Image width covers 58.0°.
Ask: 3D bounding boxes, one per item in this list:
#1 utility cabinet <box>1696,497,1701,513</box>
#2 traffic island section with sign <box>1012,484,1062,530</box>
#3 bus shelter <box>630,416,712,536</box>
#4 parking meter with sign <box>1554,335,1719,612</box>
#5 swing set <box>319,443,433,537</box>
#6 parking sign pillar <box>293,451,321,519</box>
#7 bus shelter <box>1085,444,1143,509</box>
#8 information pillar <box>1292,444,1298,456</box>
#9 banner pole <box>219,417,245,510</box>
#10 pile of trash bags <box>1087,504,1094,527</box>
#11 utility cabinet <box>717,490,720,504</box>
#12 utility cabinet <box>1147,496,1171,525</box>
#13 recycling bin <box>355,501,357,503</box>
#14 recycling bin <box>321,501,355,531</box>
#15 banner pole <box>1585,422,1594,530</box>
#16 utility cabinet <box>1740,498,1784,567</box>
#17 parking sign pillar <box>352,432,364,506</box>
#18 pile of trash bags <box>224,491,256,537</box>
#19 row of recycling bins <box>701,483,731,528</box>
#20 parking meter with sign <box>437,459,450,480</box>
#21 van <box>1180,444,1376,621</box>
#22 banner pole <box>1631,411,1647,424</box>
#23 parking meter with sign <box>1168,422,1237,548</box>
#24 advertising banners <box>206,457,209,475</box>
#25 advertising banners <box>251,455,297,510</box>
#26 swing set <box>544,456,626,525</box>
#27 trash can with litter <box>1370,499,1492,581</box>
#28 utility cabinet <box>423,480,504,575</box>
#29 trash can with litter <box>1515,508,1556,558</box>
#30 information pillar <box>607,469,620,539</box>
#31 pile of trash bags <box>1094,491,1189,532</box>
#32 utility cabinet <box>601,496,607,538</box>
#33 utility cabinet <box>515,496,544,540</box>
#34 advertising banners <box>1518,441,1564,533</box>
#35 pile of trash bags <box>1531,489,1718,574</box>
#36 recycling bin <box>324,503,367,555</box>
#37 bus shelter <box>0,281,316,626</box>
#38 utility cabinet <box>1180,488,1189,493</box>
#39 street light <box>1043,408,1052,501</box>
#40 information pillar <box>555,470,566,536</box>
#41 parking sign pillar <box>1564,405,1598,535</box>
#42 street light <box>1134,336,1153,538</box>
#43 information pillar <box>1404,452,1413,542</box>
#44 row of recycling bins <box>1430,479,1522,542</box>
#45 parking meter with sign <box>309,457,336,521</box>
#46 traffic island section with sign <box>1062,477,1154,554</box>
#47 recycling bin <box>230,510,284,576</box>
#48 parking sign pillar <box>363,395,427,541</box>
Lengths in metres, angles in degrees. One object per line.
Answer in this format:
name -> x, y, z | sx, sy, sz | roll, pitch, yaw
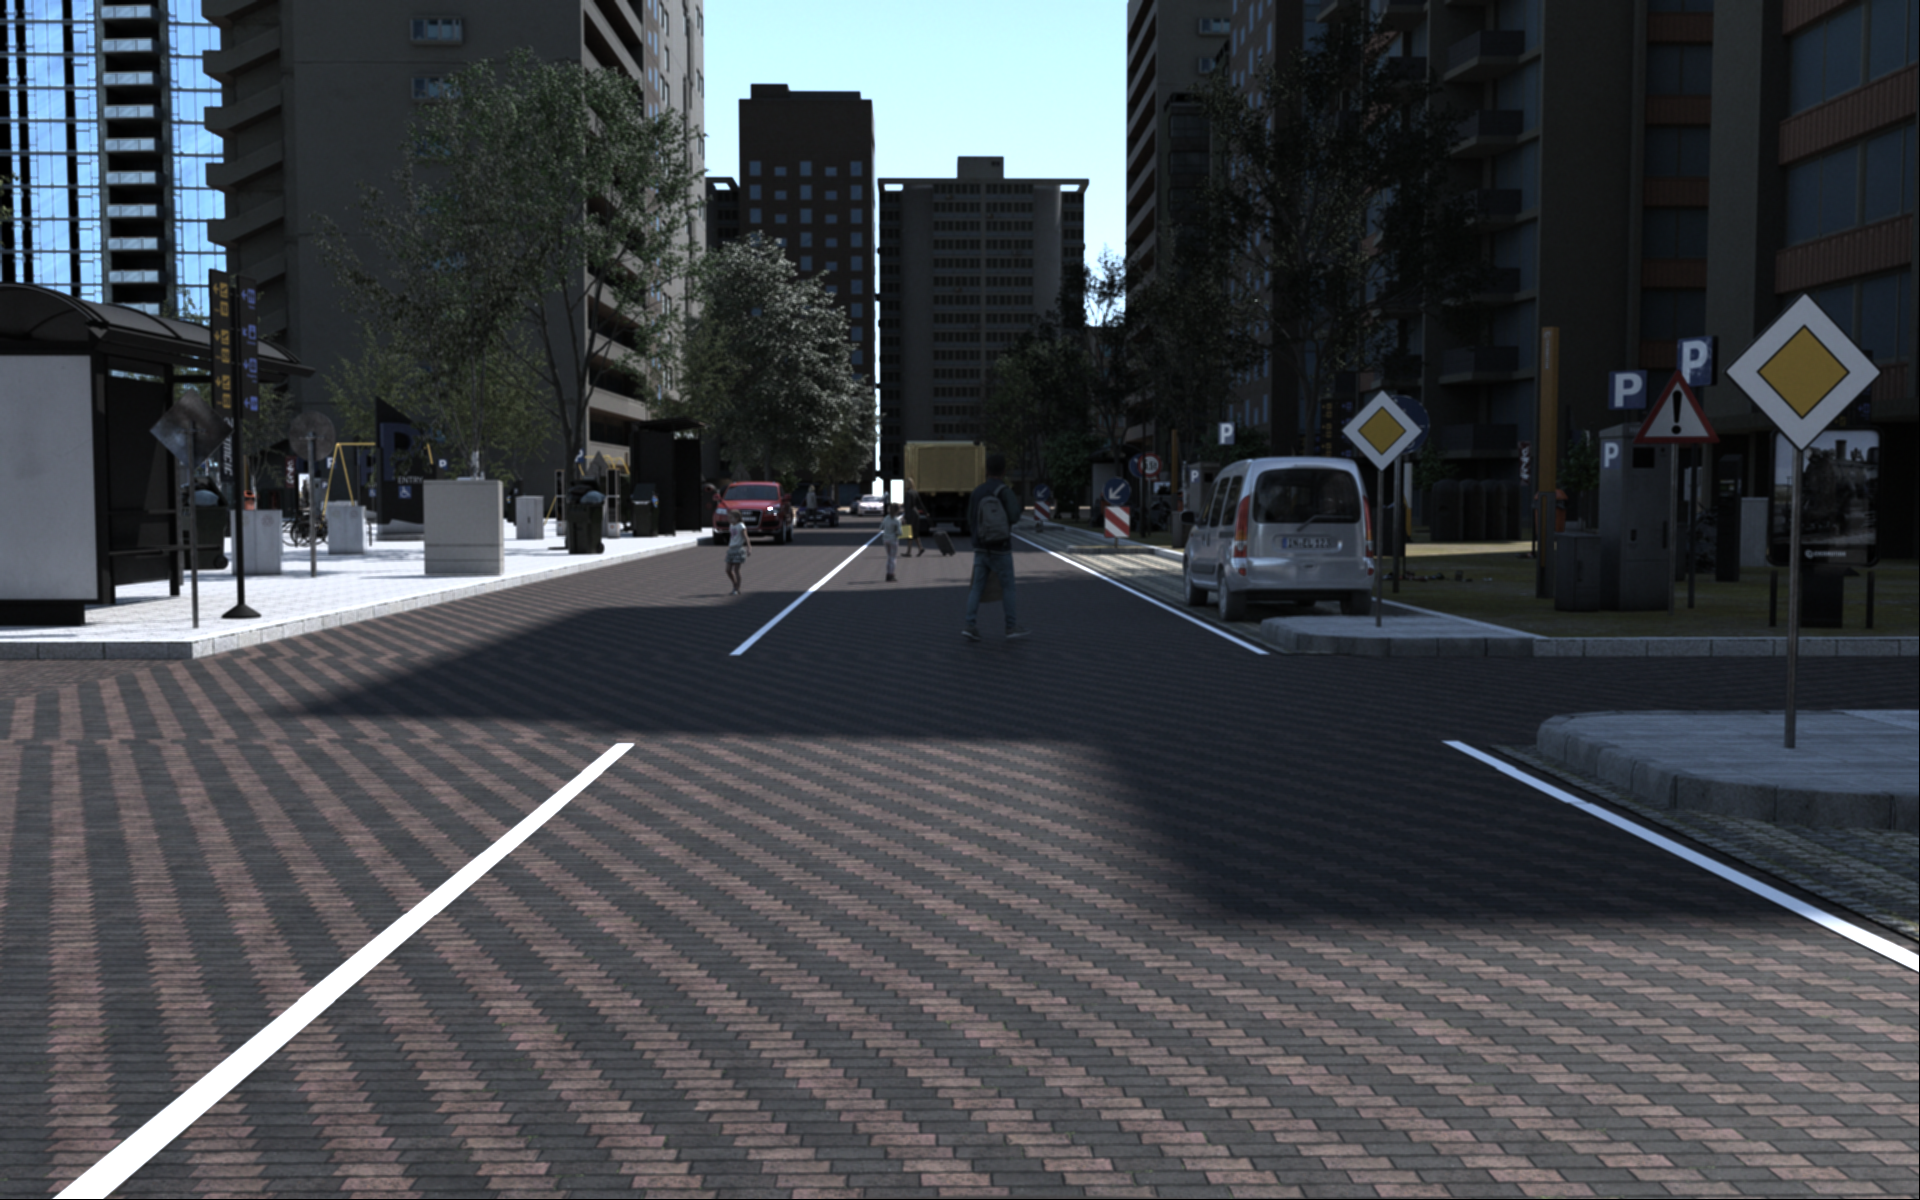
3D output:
utility cabinet -> 22.399, -2.526, 52.466 | 0.306, 1.237, 1.020 | 2, 4, 24
traffic island section with sign -> 3.099, -3.682, 68.823 | 1.989, 1.847, 2.006 | 0, 4, -1
bus shelter -> -9.196, -3.927, 55.484 | 1.731, 3.624, 6.357 | 0, 4, -1
parking meter with sign -> 7.417, -1.395, 19.075 | 1.738, 3.016, 0.543 | -1, 4, -19
swing set -> -17.798, -3.393, 53.092 | 3.119, 2.851, 2.862 | 0, 4, 6
parking sign pillar -> -33.773, -6.186, 89.614 | 1.447, 3.967, 1.447 | -3, 5, -43
bus shelter -> 6.487, -4.803, 72.452 | 2.014, 3.302, 5.546 | 0, 4, -1
information pillar -> 15.683, -5.501, 81.292 | 0.183, 3.616, 0.504 | -1, 4, -14
banner pole -> -19.041, -3.388, 45.419 | 0.863, 3.779, 0.401 | 0, 4, 6
pile of trash bags -> 5.807, -3.496, 66.907 | 1.912, 1.369, 3.447 | 1, 4, 11
utility cabinet -> -12.460, -5.033, 90.976 | 0.318, 1.500, 1.173 | 0, 4, 4
utility cabinet -> 8.346, -3.744, 72.368 | 1.020, 1.237, 0.306 | 2, 4, 24
recycling bin -> -23.625, -3.313, 66.729 | 0.722, 1.027, 0.722 | -1, 4, -23
recycling bin -> -20.997, -2.797, 58.288 | 0.722, 1.027, 0.722 | 3, 4, 38
banner pole -> 21.711, -4.276, 59.922 | 0.863, 3.779, 0.401 | -3, 5, -41
utility cabinet -> 14.147, -1.194, 30.681 | 1.020, 1.237, 0.306 | 1, 4, 20
parking sign pillar -> -25.736, -5.321, 75.465 | 1.447, 3.967, 1.447 | 3, 5, 39
pile of trash bags -> -22.245, -2.559, 51.594 | 1.912, 1.369, 3.447 | 1, 4, 16
row of recycling bins -> -10.122, -3.622, 66.331 | 3.534, 1.692, 1.069 | -2, 4, -24
parking meter with sign -> -25.279, -5.502, 86.218 | 1.738, 3.016, 0.543 | 3, 5, 40
van -> 3.728, -0.841, 20.764 | 2.013, 2.044, 4.112 | 0, 4, -1
banner pole -> 20.650, -3.837, 52.750 | 0.401, 3.779, 0.863 | -1, 4, -19
parking meter with sign -> 5.843, -2.771, 41.568 | 1.738, 3.016, 0.543 | -3, 4, -38
advertising banners -> -23.894, -3.582, 54.748 | 0.090, 3.025, 2.074 | -2, 4, -31
advertising banners -> -30.930, -5.005, 78.016 | 2.074, 3.025, 0.090 | -2, 4, -25
swing set -> -15.301, -4.520, 71.516 | 2.862, 2.851, 3.119 | -3, 5, -41
trash can with litter -> 6.757, -0.901, 25.791 | 2.233, 1.210, 1.678 | 1, 4, 19
utility cabinet -> -7.801, -1.136, 27.250 | 1.173, 1.500, 0.318 | 0, 4, 0
trash can with litter -> 12.046, -1.463, 34.984 | 2.233, 1.210, 1.678 | -3, 5, -40
information pillar -> -10.003, -2.782, 49.980 | 0.304, 2.012, 0.304 | 0, 4, 5
pile of trash bags -> 6.573, -3.026, 59.225 | 1.912, 1.369, 3.447 | -3, 5, -39
utility cabinet -> -10.603, -2.441, 51.076 | 0.306, 1.237, 1.020 | 1, 4, 21
utility cabinet -> -12.195, -2.318, 49.061 | 1.020, 1.237, 0.306 | 3, 5, 44
advertising banners -> 18.965, -3.671, 56.211 | 0.090, 3.025, 2.074 | -3, 4, -38
pile of trash bags -> 11.405, -1.200, 29.374 | 3.447, 1.369, 1.912 | 3, 4, 38
recycling bin -> -13.084, -1.494, 36.985 | 0.722, 1.027, 0.722 | -1, 4, -13
bus shelter -> -9.145, -1.552, 19.305 | 2.014, 3.302, 5.546 | 0, 4, -1
utility cabinet -> 8.536, -3.292, 62.507 | 1.173, 1.500, 0.318 | 2, 4, 29
street light -> 4.624, -7.245, 91.249 | 0.468, 5.910, 1.993 | 0, 4, -1
information pillar -> -12.162, -2.970, 53.049 | 0.304, 2.012, 0.304 | 2, 4, 31
parking sign pillar -> 18.849, -3.949, 53.034 | 1.447, 3.967, 1.447 | 2, 4, 30
street light -> 5.402, -4.770, 50.781 | 0.468, 5.910, 1.993 | 0, 4, -1
information pillar -> 11.923, -3.347, 46.076 | 0.183, 3.616, 0.504 | 0, 4, -1
row of recycling bins -> 14.374, -2.499, 47.978 | 3.534, 1.692, 1.069 | -3, 4, -38
parking meter with sign -> -30.233, -5.244, 81.996 | 1.738, 3.016, 0.543 | 3, 4, 38
traffic island section with sign -> 3.603, -2.033, 41.872 | 1.989, 1.847, 2.006 | 0, 4, -1
recycling bin -> -11.190, -0.919, 27.583 | 0.722, 1.027, 0.722 | -1, 4, -18
parking sign pillar -> -15.346, -3.617, 47.610 | 1.447, 3.967, 1.447 | -3, 4, -37
